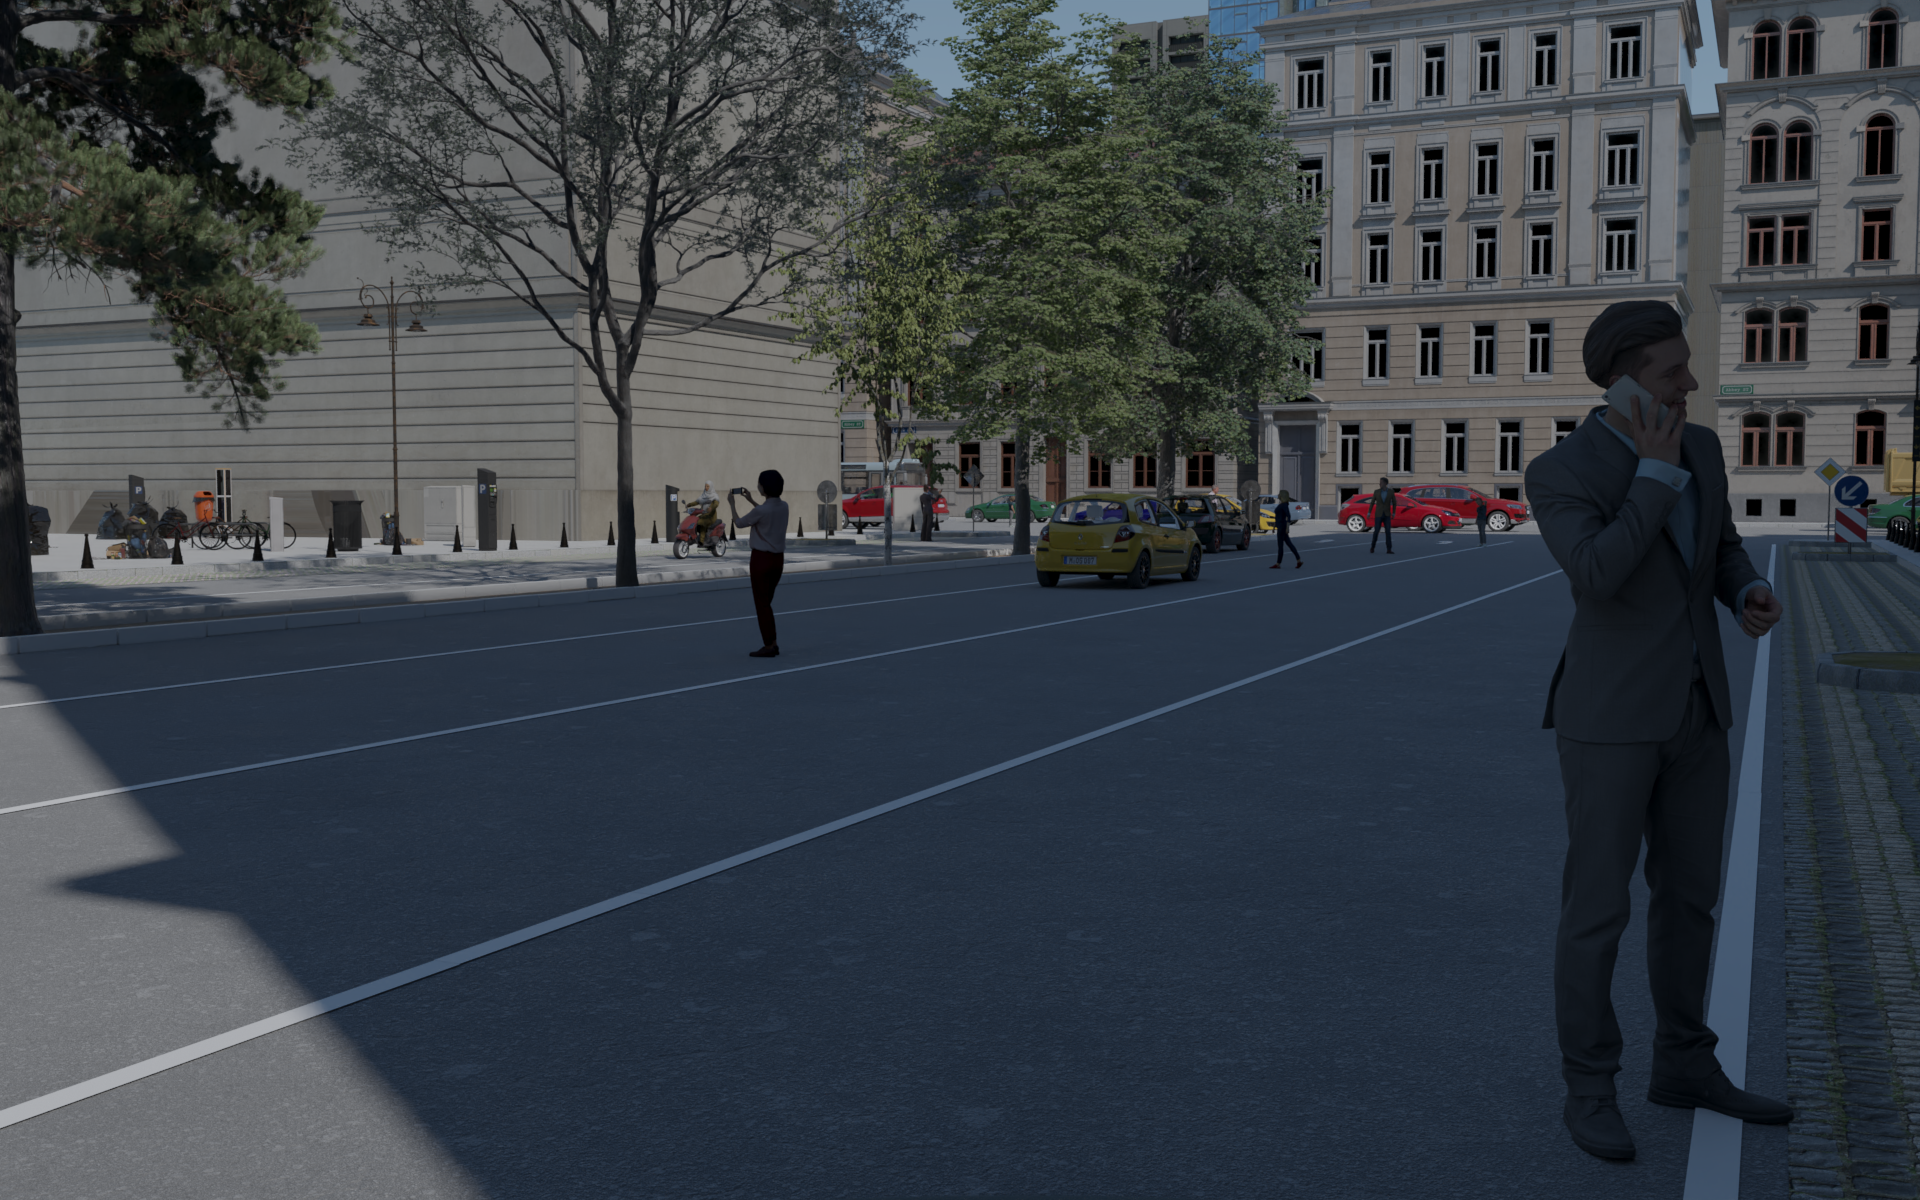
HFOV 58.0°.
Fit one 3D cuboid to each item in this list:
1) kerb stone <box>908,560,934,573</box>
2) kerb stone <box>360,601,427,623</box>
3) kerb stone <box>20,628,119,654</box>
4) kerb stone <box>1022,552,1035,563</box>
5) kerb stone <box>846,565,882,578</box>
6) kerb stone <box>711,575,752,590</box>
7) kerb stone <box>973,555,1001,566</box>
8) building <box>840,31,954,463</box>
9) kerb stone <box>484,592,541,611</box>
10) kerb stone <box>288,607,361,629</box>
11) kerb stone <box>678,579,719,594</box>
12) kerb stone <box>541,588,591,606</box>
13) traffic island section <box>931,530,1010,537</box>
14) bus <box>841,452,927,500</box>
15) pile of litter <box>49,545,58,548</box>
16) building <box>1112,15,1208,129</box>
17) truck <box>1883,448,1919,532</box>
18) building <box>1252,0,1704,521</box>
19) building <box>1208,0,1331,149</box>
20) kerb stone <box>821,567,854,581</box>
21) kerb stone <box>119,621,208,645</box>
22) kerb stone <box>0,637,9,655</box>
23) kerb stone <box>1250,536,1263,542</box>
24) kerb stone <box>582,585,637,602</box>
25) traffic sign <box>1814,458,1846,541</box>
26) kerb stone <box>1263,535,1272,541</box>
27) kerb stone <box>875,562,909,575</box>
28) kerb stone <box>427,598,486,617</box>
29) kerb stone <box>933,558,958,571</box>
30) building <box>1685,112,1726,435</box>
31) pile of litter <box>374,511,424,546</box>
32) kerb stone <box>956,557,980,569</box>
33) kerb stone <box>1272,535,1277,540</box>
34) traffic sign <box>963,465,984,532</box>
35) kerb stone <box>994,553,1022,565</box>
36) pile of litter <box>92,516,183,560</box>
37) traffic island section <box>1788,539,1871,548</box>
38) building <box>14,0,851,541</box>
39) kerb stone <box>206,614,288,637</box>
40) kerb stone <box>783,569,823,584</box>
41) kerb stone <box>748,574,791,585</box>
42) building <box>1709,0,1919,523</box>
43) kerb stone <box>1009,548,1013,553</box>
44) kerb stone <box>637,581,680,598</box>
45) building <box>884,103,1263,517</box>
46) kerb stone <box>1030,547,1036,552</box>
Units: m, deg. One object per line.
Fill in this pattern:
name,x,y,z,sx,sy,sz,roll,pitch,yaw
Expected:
kerb stone,-0.793,-0.590,31.838,0.120,0.150,1.000,2,4,25
kerb stone,-6.506,0.150,19.744,0.120,0.150,1.000,2,4,25
kerb stone,-8.277,0.378,16.021,0.120,0.150,1.000,2,4,25
kerb stone,1.402,-0.874,36.492,0.120,0.150,1.000,2,4,25
kerb stone,-1.684,-0.476,29.975,0.120,0.150,1.000,2,4,25
kerb stone,-3.448,-0.248,26.247,0.120,0.150,1.000,2,4,25
kerb stone,0.517,-0.761,34.632,0.120,0.150,1.000,2,4,25
building,-11.283,-19.542,105.413,20.117,28.700,13.634,2,4,25
kerb stone,-5.634,0.037,21.603,0.120,0.150,1.000,2,4,25
kerb stone,-6.956,0.207,18.815,0.120,0.150,1.000,2,4,25
kerb stone,-3.882,-0.184,25.317,0.120,0.150,1.000,2,4,25
kerb stone,-5.194,-0.018,22.531,0.120,0.150,1.000,2,4,25
traffic island section,0.437,-2.240,58.912,2.009,0.180,2.903,2,4,25
bus,-7.264,-5.614,86.643,13.247,3.499,2.948,2,4,26
pile of litter,-22.441,-1.677,41.381,1.719,0.858,1.176,2,4,28
building,35.399,-50.456,263.214,20.611,71.187,20.563,2,4,25
truck,39.563,-4.146,63.719,9.791,3.379,3.469,2,4,26
building,26.418,-18.491,88.238,20.117,28.700,13.634,2,4,25
building,35.174,-51.999,162.849,22.319,86.520,31.000,2,4,25
kerb stone,-2.118,-0.419,29.045,0.120,0.150,1.000,2,4,25
kerb stone,-7.833,0.321,16.947,0.120,0.150,1.000,2,4,25
kerb stone,-8.715,0.434,15.093,0.120,0.150,1.000,2,4,25
kerb stone,8.884,-1.841,52.331,0.120,0.150,1.000,2,4,25
kerb stone,-4.765,-0.078,23.463,0.120,0.150,1.000,2,4,25
traffic sign,23.961,-2.698,47.747,0.795,2.450,0.064,2,4,25
kerb stone,9.328,-1.892,53.257,0.120,0.150,1.000,2,4,25
kerb stone,-1.232,-0.532,30.900,0.120,0.150,1.000,2,4,25
kerb stone,-6.073,0.100,20.675,0.120,0.150,1.000,2,4,25
kerb stone,-0.358,-0.646,32.767,0.120,0.150,1.000,2,4,25
building,106.219,-39.508,235.196,27.495,52.752,28.713,2,4,25
pile of litter,-14.146,-1.817,43.667,1.176,0.858,1.719,-2,4,-26
kerb stone,0.085,-0.704,33.701,0.120,0.150,1.000,2,4,25
kerb stone,9.770,-1.957,54.192,0.120,0.150,1.000,2,4,25
traffic sign,0.462,-3.376,58.840,0.795,2.450,0.064,2,4,25
kerb stone,0.964,-0.817,35.559,0.120,0.150,1.000,2,4,25
pile of litter,-16.434,-1.252,34.437,1.719,0.858,1.176,-1,4,-15
traffic island section,23.985,-1.562,47.814,2.009,0.180,2.903,2,4,25
building,-20.055,-13.801,58.936,30.059,22.955,16.112,2,4,25
kerb stone,-7.398,0.265,17.878,0.120,0.150,1.000,2,4,25
kerb stone,-2.562,-0.361,28.100,0.120,0.150,1.000,2,4,25
kerb stone,-3.005,-0.304,27.173,0.120,0.150,1.000,2,4,25
building,47.098,-17.841,79.096,23.554,28.519,14.401,2,4,25
kerb stone,1.255,-1.156,41.094,0.120,0.150,1.000,2,4,25
kerb stone,-4.312,-0.129,24.385,0.120,0.150,1.000,2,4,25
building,7.187,-15.917,96.406,21.152,22.565,11.583,2,4,25
kerb stone,1.708,-1.210,42.031,0.120,0.150,1.000,2,4,25
